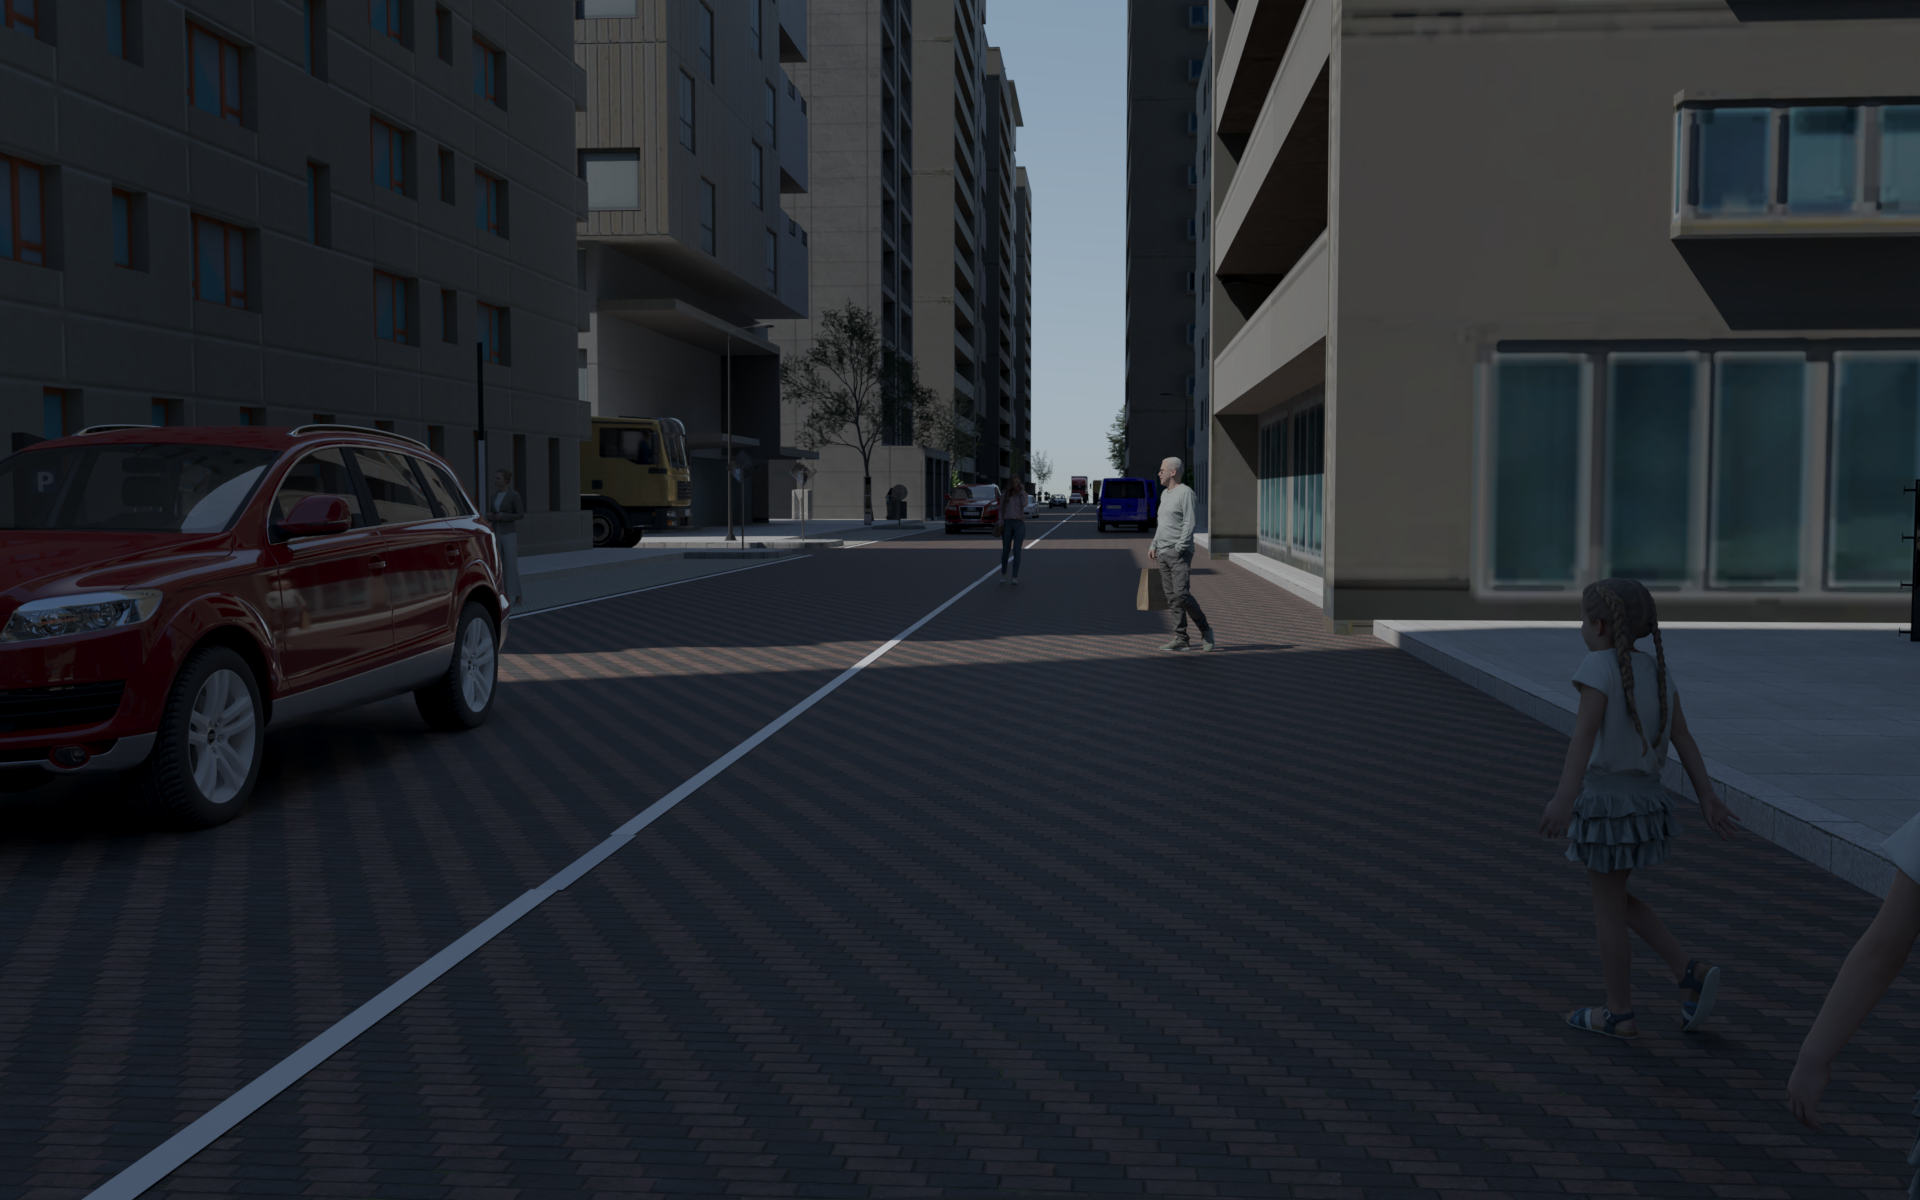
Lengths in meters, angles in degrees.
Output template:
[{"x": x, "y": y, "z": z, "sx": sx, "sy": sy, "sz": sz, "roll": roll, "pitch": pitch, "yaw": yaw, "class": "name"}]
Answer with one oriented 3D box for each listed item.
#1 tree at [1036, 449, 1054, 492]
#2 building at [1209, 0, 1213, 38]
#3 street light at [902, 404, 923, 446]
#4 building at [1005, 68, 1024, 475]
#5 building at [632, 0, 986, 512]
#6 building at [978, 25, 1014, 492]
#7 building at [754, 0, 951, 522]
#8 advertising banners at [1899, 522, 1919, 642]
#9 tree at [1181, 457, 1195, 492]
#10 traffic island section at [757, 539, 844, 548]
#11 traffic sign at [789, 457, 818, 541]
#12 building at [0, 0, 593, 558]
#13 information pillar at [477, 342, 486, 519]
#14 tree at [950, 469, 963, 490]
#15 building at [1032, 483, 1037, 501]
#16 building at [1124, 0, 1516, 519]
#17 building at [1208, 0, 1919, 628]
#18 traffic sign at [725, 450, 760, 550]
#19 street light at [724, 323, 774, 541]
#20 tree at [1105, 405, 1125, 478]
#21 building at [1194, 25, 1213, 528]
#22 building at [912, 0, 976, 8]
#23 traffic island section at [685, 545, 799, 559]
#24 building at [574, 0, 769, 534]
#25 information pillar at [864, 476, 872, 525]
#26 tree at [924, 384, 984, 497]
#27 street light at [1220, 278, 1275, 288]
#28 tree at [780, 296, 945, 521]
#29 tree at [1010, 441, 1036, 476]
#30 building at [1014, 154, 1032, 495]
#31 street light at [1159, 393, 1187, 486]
[{"x": 13.188, "y": -20.252, "z": 281.476, "sx": 4.737, "sy": 8.622, "sz": 4.395, "roll": 0, "pitch": 3, "yaw": 0, "class": "tree"}, {"x": 19.338, "y": -26.501, "z": 83.399, "sx": 14.600, "sy": 45.320, "sz": 14.200, "roll": 0, "pitch": 4, "yaw": 5, "class": "building"}, {"x": -2.406, "y": -7.138, "z": 89.252, "sx": 1.470, "sy": 5.913, "sz": 1.316, "roll": 0, "pitch": 4, "yaw": 5, "class": "street light"}, {"x": -6.829, "y": -38.558, "z": 219.660, "sx": 28.713, "sy": 52.752, "sz": 27.495, "roll": 0, "pitch": 4, "yaw": 5, "class": "building"}, {"x": -11.720, "y": -34.779, "z": 157.868, "sx": 28.713, "sy": 52.752, "sz": 27.495, "roll": 0, "pitch": 4, "yaw": 5, "class": "building"}, {"x": -5.867, "y": -34.153, "z": 182.108, "sx": 21.300, "sy": 48.544, "sz": 21.600, "roll": 0, "pitch": 4, "yaw": 5, "class": "building"}, {"x": -11.120, "y": -40.292, "z": 97.026, "sx": 20.563, "sy": 71.187, "sz": 20.611, "roll": 0, "pitch": 4, "yaw": 5, "class": "building"}, {"x": 9.123, "y": -1.124, "z": 14.564, "sx": 2.074, "sy": 3.025, "sz": 0.090, "roll": 2, "pitch": 4, "yaw": 26, "class": "advertising banners"}, {"x": 13.029, "y": -6.388, "z": 99.044, "sx": 1.663, "sy": 3.219, "sz": 1.824, "roll": 0, "pitch": 3, "yaw": 0, "class": "tree"}, {"x": -4.307, "y": -1.534, "z": 47.365, "sx": 2.009, "sy": 0.180, "sz": 2.903, "roll": 0, "pitch": 4, "yaw": 5, "class": "traffic island section"}, {"x": -4.283, "y": -2.670, "z": 47.302, "sx": 0.795, "sy": 2.450, "sz": 0.064, "roll": 0, "pitch": 4, "yaw": 5, "class": "traffic sign"}, {"x": -24.048, "y": -11.126, "z": 26.958, "sx": 28.899, "sy": 21.520, "sz": 27.650, "roll": 0, "pitch": 4, "yaw": 5, "class": "building"}, {"x": -7.444, "y": -2.178, "z": 26.960, "sx": 0.183, "sy": 3.616, "sz": 0.504, "roll": -1, "pitch": 4, "yaw": -14, "class": "information pillar"}, {"x": -0.457, "y": -7.777, "z": 121.757, "sx": 1.663, "sy": 3.219, "sz": 1.824, "roll": 0, "pitch": 3, "yaw": 0, "class": "tree"}, {"x": -4.473, "y": -35.197, "z": 267.349, "sx": 32.217, "sy": 40.220, "sz": 23.993, "roll": 0, "pitch": 4, "yaw": 5, "class": "building"}, {"x": 21.317, "y": -29.687, "z": 109.077, "sx": 21.300, "sy": 48.544, "sz": 21.600, "roll": 0, "pitch": 4, "yaw": 5, "class": "building"}, {"x": 15.278, "y": -24.590, "z": 25.747, "sx": 21.300, "sy": 48.544, "sz": 21.600, "roll": 0, "pitch": 4, "yaw": 5, "class": "building"}, {"x": -4.937, "y": -2.184, "z": 39.343, "sx": 0.795, "sy": 2.450, "sz": 0.064, "roll": 0, "pitch": 4, "yaw": 5, "class": "traffic sign"}, {"x": -5.753, "y": -4.573, "z": 47.307, "sx": 1.470, "sy": 5.913, "sz": 1.316, "roll": 0, "pitch": 4, "yaw": 5, "class": "street light"}, {"x": 20.586, "y": -17.516, "z": 204.506, "sx": 7.486, "sy": 12.596, "sz": 7.792, "roll": 0, "pitch": 3, "yaw": 0, "class": "tree"}, {"x": 23.453, "y": -13.154, "z": 60.107, "sx": 28.899, "sy": 21.520, "sz": 27.650, "roll": 0, "pitch": 4, "yaw": 5, "class": "building"}, {"x": -10.195, "y": -31.167, "z": 133.288, "sx": 21.300, "sy": 48.544, "sz": 21.600, "roll": 0, "pitch": 4, "yaw": 5, "class": "building"}, {"x": -4.961, "y": -1.047, "z": 39.407, "sx": 2.009, "sy": 0.180, "sz": 2.903, "roll": 0, "pitch": 4, "yaw": 5, "class": "traffic island section"}, {"x": -20.599, "y": -28.932, "z": 62.272, "sx": 28.713, "sy": 52.752, "sz": 27.495, "roll": 0, "pitch": 4, "yaw": 5, "class": "building"}, {"x": -3.804, "y": -4.086, "z": 71.305, "sx": 0.304, "sy": 2.012, "sz": 0.304, "roll": -1, "pitch": 4, "yaw": -9, "class": "information pillar"}, {"x": -0.601, "y": -10.152, "z": 116.355, "sx": 4.360, "sy": 8.622, "sz": 3.978, "roll": 0, "pitch": 3, "yaw": 0, "class": "tree"}, {"x": 6.291, "y": -3.963, "z": 37.334, "sx": 1.470, "sy": 5.913, "sz": 1.316, "roll": 0, "pitch": 4, "yaw": 5, "class": "street light"}, {"x": -4.399, "y": -9.009, "z": 81.717, "sx": 8.767, "sy": 10.594, "sz": 7.601, "roll": -3, "pitch": 5, "yaw": -39, "class": "tree"}, {"x": 5.285, "y": -15.224, "z": 199.272, "sx": 4.737, "sy": 8.622, "sz": 4.395, "roll": 0, "pitch": 3, "yaw": 0, "class": "tree"}, {"x": -1.022, "y": -37.932, "z": 243.897, "sx": 21.300, "sy": 48.544, "sz": 21.600, "roll": 0, "pitch": 4, "yaw": 5, "class": "building"}, {"x": 9.809, "y": -6.536, "z": 79.408, "sx": 1.470, "sy": 5.913, "sz": 1.316, "roll": 0, "pitch": 4, "yaw": 5, "class": "street light"}]
